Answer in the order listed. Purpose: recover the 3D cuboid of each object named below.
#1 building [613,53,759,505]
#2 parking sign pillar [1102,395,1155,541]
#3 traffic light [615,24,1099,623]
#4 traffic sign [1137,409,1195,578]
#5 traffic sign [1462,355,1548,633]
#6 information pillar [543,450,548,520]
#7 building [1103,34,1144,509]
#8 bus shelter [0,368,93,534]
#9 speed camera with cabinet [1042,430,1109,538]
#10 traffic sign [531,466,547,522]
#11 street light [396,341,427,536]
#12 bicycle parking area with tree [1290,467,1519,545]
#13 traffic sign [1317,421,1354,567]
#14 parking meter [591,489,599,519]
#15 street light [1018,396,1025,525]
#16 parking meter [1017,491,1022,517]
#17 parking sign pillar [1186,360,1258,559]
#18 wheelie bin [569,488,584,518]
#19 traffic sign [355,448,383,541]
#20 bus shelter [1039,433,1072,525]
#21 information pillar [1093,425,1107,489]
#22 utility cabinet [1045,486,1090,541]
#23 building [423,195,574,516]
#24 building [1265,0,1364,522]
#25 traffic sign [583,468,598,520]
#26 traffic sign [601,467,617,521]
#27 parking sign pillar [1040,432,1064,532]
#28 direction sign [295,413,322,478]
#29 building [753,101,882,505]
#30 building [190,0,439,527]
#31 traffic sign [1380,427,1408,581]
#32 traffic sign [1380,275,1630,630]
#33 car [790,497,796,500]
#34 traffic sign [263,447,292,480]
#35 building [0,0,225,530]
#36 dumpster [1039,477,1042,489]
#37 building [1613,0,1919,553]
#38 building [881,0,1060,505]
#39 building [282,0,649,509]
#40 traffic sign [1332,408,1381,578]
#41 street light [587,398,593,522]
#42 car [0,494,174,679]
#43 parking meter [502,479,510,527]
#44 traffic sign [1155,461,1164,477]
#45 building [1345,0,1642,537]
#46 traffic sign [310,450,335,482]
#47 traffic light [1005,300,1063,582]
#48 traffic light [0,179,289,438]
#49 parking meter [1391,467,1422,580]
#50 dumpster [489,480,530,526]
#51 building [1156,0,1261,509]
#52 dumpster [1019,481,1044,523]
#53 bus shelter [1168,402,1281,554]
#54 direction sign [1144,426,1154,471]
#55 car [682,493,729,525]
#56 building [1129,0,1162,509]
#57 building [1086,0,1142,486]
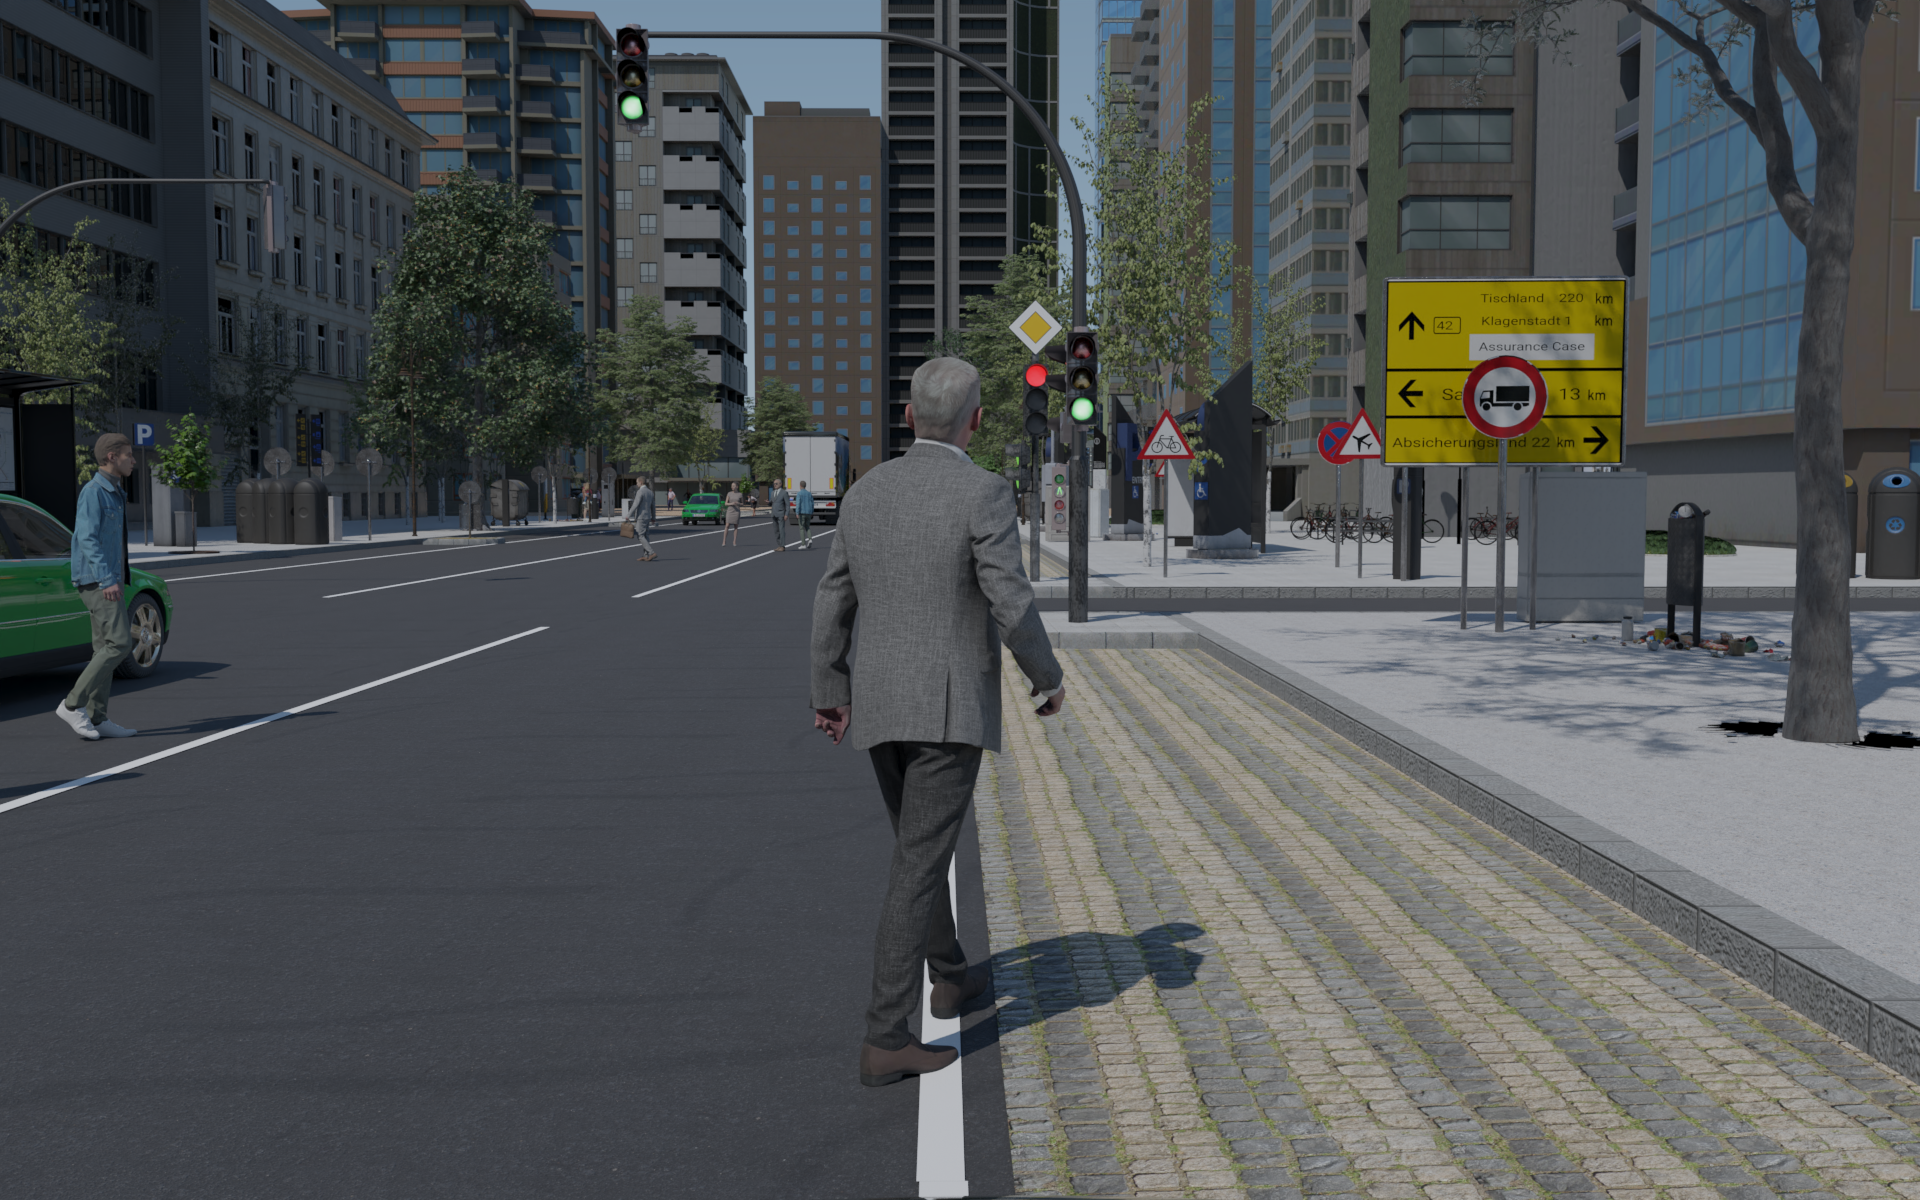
[{"bbox_3d":[-37.887,-37.878,208.538,27.495,52.752,28.713,0,4,-1],"label":"building"},{"bbox_3d":[4.670,-3.632,47.860,1.447,3.967,1.447,2,4,34],"label":"parking sign pillar"},{"bbox_3d":[-0.935,-2.594,17.083,4.771,5.953,1.251,0,4,-1],"label":"traffic light"},{"bbox_3d":[3.154,-1.622,26.529,0.884,2.594,0.081,0,4,7],"label":"traffic sign"},{"bbox_3d":[5.002,-0.971,15.982,0.768,2.556,0.104,0,4,7],"label":"traffic sign"},{"bbox_3d":[-20.746,-5.828,86.645,0.183,3.616,0.504,-2,4,-25],"label":"information pillar"},{"bbox_3d":[19.969,-29.014,157.968,14.154,41.232,14.086,0,4,-1],"label":"building"},{"bbox_3d":[-18.768,-2.542,32.849,1.731,3.624,6.357,0,4,0],"label":"bus shelter"},{"bbox_3d":[3.434,-3.496,51.491,2.038,3.252,0.660,3,4,36],"label":"speed camera with cabinet"},{"bbox_3d":[-19.133,-4.810,78.743,0.768,2.556,0.104,0,4,6],"label":"traffic sign"},{"bbox_3d":[-16.570,-4.873,52.460,0.468,5.910,1.993,0,4,-1],"label":"street light"},{"bbox_3d":[13.121,-3.650,46.672,9.016,4.147,8.231,1,4,18],"label":"bicycle parking area with tree"},{"bbox_3d":[6.603,-1.842,30.225,0.768,2.556,0.104,0,4,5],"label":"traffic sign"},{"bbox_3d":[-18.562,-4.871,88.058,0.372,1.533,0.369,0,3,0],"label":"parking meter"},{"bbox_3d":[2.615,-6.033,71.422,0.468,5.910,1.993,0,4,-1],"label":"street light"},{"bbox_3d":[3.386,-5.440,97.349,0.372,1.533,0.369,0,3,0],"label":"parking meter"},{"bbox_3d":[5.267,-2.827,34.690,1.447,3.967,1.447,-3,5,-41],"label":"parking sign pillar"},{"bbox_3d":[-20.229,-5.122,91.657,0.980,1.594,0.693,0,4,-3],"label":"wheelie bin"},{"bbox_3d":[-16.255,-2.907,47.642,0.768,2.556,0.104,0,4,3],"label":"traffic sign"},{"bbox_3d":[3.936,-4.751,68.965,1.731,3.624,6.357,0,4,0],"label":"bus shelter"},{"bbox_3d":[4.695,-4.093,58.271,0.504,3.616,0.183,2,4,35],"label":"information pillar"},{"bbox_3d":[2.900,-2.313,46.490,1.173,1.500,0.318,-1,4,-14],"label":"utility cabinet"},{"bbox_3d":[-42.580,-16.483,114.539,27.650,21.520,28.899,0,4,-1],"label":"building"},{"bbox_3d":[29.163,-24.245,88.279,32.217,40.220,23.993,0,4,-1],"label":"building"},{"bbox_3d":[-17.997,-5.151,84.323,0.768,2.556,0.104,0,4,5],"label":"traffic sign"},{"bbox_3d":[-16.685,-5.027,82.294,0.768,2.556,0.104,1,4,9],"label":"traffic sign"},{"bbox_3d":[3.251,-4.321,59.128,1.447,3.967,1.447,1,4,12],"label":"parking sign pillar"},{"bbox_3d":[-18.432,-3.491,49.076,0.379,3.537,0.876,2,4,28],"label":"direction sign"},{"bbox_3d":[-16.039,-33.690,200.945,14.200,45.320,14.600,0,4,-1],"label":"building"},{"bbox_3d":[-36.602,-15.145,80.899,16.112,22.955,30.059,0,4,-1],"label":"building"},{"bbox_3d":[6.529,-1.548,25.421,0.768,2.556,0.104,0,4,5],"label":"traffic sign"},{"bbox_3d":[5.095,-1.371,16.290,2.265,3.308,0.079,0,4,3],"label":"traffic sign"},{"bbox_3d":[-11.670,-7.308,129.076,1.945,1.707,3.694,0,4,1],"label":"car"},{"bbox_3d":[-18.495,-2.865,46.946,0.768,2.556,0.104,0,4,1],"label":"traffic sign"},{"bbox_3d":[-34.531,-14.128,50.056,14.314,24.678,30.058,0,4,-1],"label":"building"},{"bbox_3d":[4.560,-5.769,96.812,1.502,2.255,1.985,0,4,-1],"label":"dumpster"},{"bbox_3d":[26.116,-24.012,42.699,14.200,45.320,14.600,0,4,-1],"label":"building"},{"bbox_3d":[1.325,-46.859,204.393,20.611,71.187,20.563,0,4,-1],"label":"building"},{"bbox_3d":[-43.782,-30.534,153.858,28.867,44.769,22.147,0,4,-1],"label":"building"},{"bbox_3d":[6.085,-1.608,26.289,0.884,2.594,0.081,0,4,5],"label":"traffic sign"},{"bbox_3d":[-16.885,-6.487,78.857,0.468,5.910,1.993,0,4,-1],"label":"street light"},{"bbox_3d":[-7.214,-0.202,12.091,1.959,1.807,4.718,0,4,0],"label":"car"},{"bbox_3d":[-17.877,-3.820,68.172,0.255,1.863,0.399,-1,4,-9],"label":"parking meter"},{"bbox_3d":[6.389,-3.238,52.942,0.884,2.594,0.081,0,4,1],"label":"traffic sign"},{"bbox_3d":[20.080,-17.477,57.457,14.160,30.474,14.107,0,4,-1],"label":"building"},{"bbox_3d":[-18.430,-3.052,50.005,0.768,2.556,0.104,0,4,4],"label":"traffic sign"},{"bbox_3d":[1.077,-2.221,25.229,0.839,4.253,0.868,0,4,-1],"label":"traffic light"},{"bbox_3d":[-12.193,-3.086,25.118,4.771,5.953,1.251,0,4,-1],"label":"traffic light"},{"bbox_3d":[6.702,-1.240,25.992,0.399,1.863,0.255,3,5,43],"label":"parking meter"},{"bbox_3d":[-18.183,-3.921,69.873,1.264,1.857,1.865,0,4,-1],"label":"dumpster"},{"bbox_3d":[20.711,-28.312,113.019,14.600,45.320,14.200,0,4,-1],"label":"building"},{"bbox_3d":[3.236,-4.223,74.799,1.264,1.857,1.865,0,4,0],"label":"dumpster"},{"bbox_3d":[5.799,-2.800,39.706,2.014,3.302,5.546,0,4,-1],"label":"bus shelter"},{"bbox_3d":[6.227,-4.038,58.023,0.379,3.537,0.876,3,5,39],"label":"direction sign"},{"bbox_3d":[-11.807,-4.391,80.597,1.959,1.807,4.718,0,3,0],"label":"car"},{"bbox_3d":[25.239,-31.537,135.238,23.786,49.044,30.456,0,4,-1],"label":"building"},{"bbox_3d":[27.790,-54.523,204.125,31.000,86.520,22.319,0,4,-1],"label":"building"}]
